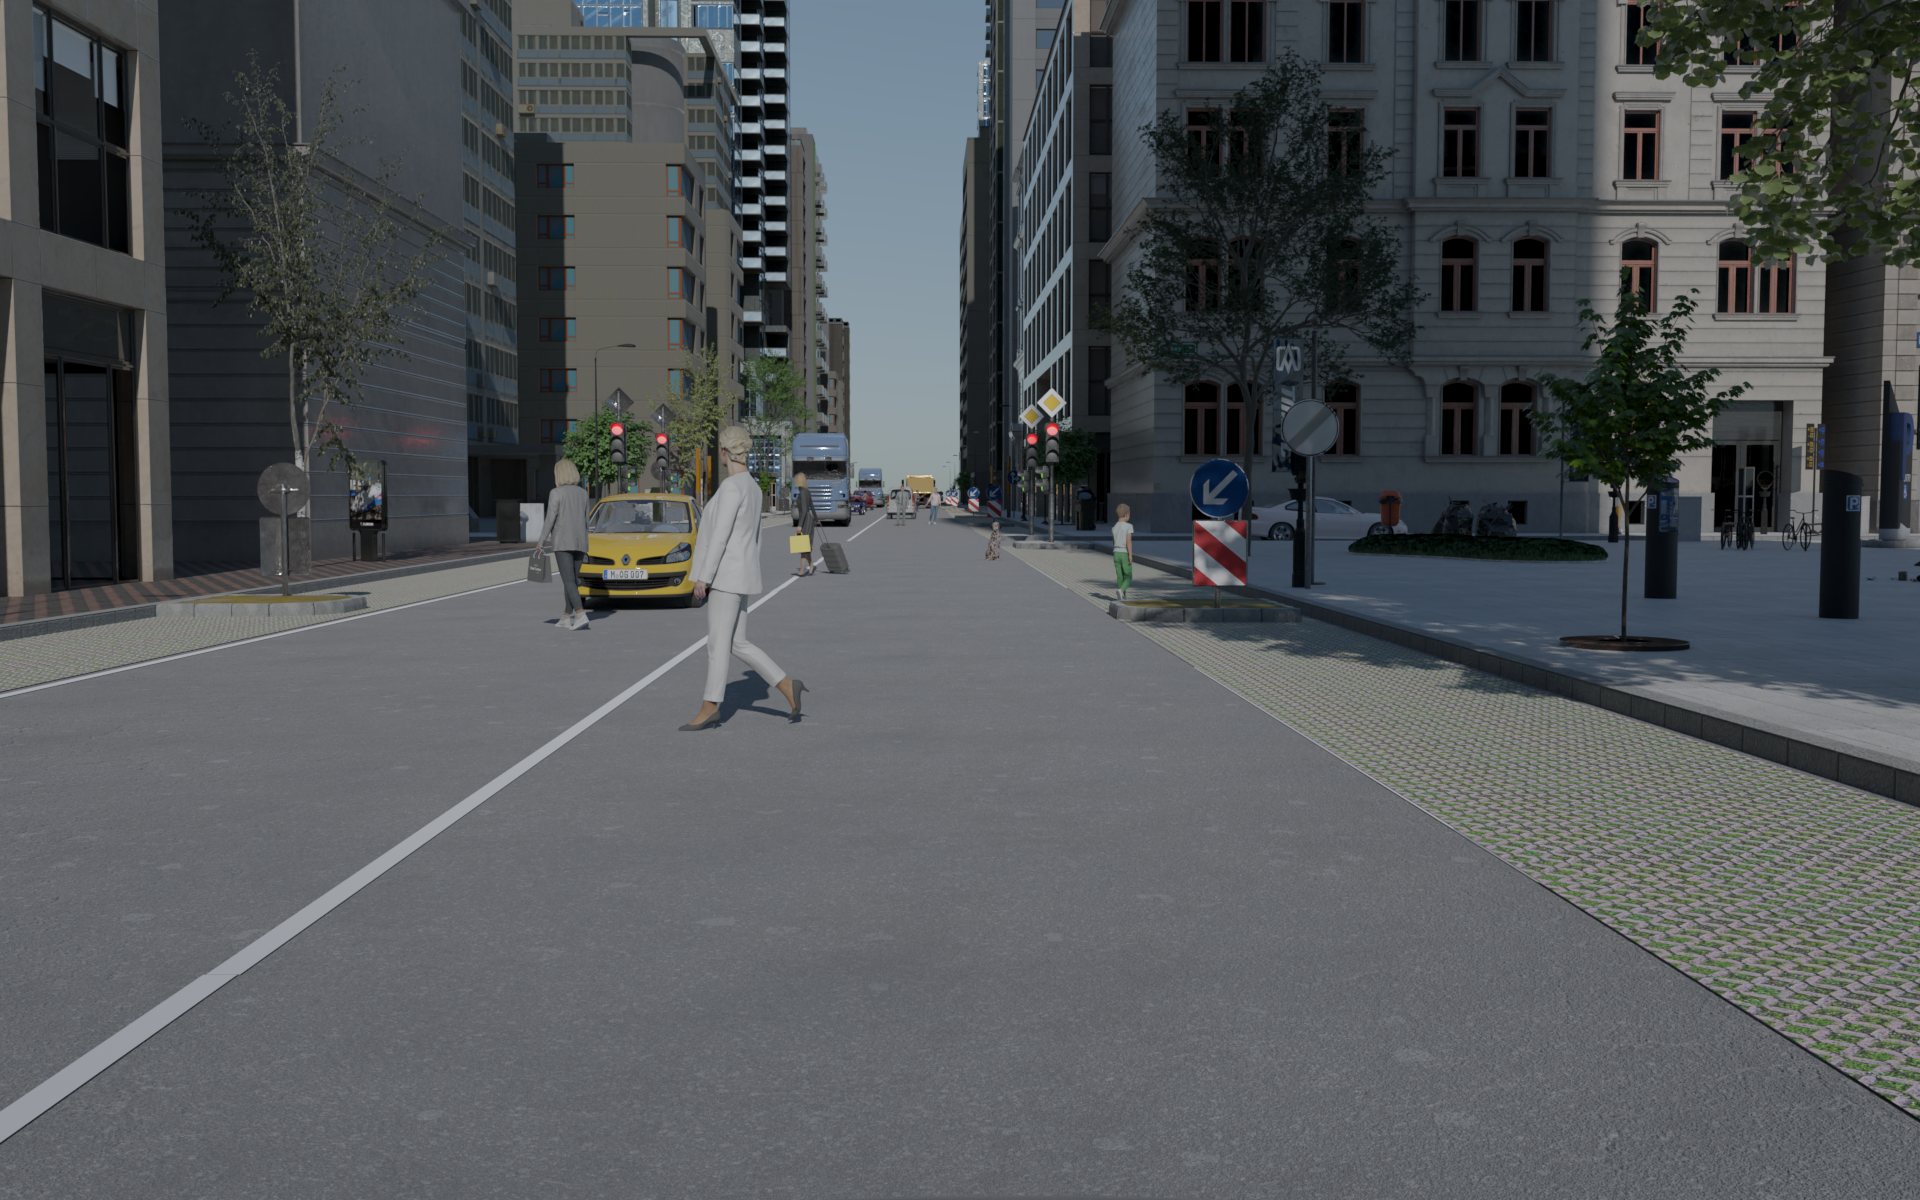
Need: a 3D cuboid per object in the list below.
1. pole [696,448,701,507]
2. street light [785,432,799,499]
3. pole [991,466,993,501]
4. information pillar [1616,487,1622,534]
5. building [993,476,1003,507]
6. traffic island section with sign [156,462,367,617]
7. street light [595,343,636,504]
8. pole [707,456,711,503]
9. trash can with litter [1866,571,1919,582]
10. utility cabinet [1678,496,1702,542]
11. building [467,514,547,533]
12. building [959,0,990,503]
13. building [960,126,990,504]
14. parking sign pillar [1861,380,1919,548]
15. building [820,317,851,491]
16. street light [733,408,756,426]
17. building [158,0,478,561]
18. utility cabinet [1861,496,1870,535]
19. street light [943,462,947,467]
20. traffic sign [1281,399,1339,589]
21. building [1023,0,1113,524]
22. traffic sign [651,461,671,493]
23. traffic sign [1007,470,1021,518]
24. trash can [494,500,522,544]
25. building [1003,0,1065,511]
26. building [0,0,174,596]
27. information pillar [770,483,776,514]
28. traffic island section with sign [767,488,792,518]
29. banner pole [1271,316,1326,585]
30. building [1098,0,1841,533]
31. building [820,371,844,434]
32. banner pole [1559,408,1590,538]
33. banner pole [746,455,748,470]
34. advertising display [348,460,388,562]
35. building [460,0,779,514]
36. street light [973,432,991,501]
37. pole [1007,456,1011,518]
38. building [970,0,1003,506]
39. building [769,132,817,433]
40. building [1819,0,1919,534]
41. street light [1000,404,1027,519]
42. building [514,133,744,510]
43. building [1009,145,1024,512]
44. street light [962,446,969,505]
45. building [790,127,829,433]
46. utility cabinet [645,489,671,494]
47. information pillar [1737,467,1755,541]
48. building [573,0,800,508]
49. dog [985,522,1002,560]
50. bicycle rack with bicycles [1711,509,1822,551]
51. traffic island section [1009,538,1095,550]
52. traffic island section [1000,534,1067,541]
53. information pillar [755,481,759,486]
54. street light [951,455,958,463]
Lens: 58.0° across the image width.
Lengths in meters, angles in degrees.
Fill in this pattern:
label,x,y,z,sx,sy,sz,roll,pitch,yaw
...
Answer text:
label,x,y,z,sx,sy,sz,roll,pitch,yaw
pole,-11.519,-5.044,76.319,0.158,3.312,0.155,0,3,0
street light,-12.540,-9.628,129.961,1.470,5.913,1.316,0,4,-1
pole,2.326,-8.075,125.871,0.158,3.312,0.155,0,3,0
information pillar,20.992,-3.901,55.136,0.183,3.616,0.504,2,4,32
building,19.383,-29.347,171.698,32.217,40.220,23.993,0,4,-1
traffic island section with sign,-8.367,-0.759,21.033,1.989,1.847,2.006,0,4,-1
street light,-10.688,-4.953,53.518,1.470,5.913,1.316,0,4,-1
pole,-13.431,-6.050,92.762,0.158,3.312,0.155,0,3,0
trash can with litter,14.496,-0.867,25.231,2.233,1.210,1.678,3,5,43
utility cabinet,19.571,-2.195,47.053,1.020,1.237,0.306,1,4,15
building,-30.398,-22.797,64.614,32.217,40.220,23.993,0,4,-1
building,11.398,-57.325,249.927,22.319,86.520,31.000,0,4,-1
building,11.268,-36.750,224.563,21.300,48.544,21.600,0,4,-1
parking sign pillar,22.471,-3.246,41.544,1.447,3.967,1.447,3,5,40
building,-24.969,-31.035,279.130,14.160,30.474,14.107,0,4,-1
street light,-11.643,-7.382,93.238,1.470,5.913,1.316,0,4,-1
building,-24.079,-11.998,37.965,24.055,21.916,13.314,0,4,-1
utility cabinet,28.706,-2.681,55.002,0.306,1.237,1.020,2,4,27
street light,-1.272,-16.886,248.631,1.470,5.913,1.316,0,4,-1
traffic sign,4.709,-1.423,23.375,0.768,2.556,0.104,0,4,7
building,13.997,-17.551,91.476,19.350,26.468,34.151,0,4,-1
traffic sign,-11.139,-3.937,64.480,0.768,2.556,0.104,0,4,3
traffic sign,2.910,-5.709,93.453,0.768,2.556,0.104,0,4,-1
trash can,-11.714,-2.035,44.927,0.748,1.137,0.748,0,3,0
building,14.097,-36.877,144.943,21.231,58.520,28.212,0,4,-1
building,-21.014,-12.450,8.080,19.350,26.468,34.151,0,4,-1
information pillar,-12.299,-6.691,113.894,0.304,2.012,0.304,-2,4,-31
traffic island section with sign,-10.468,-5.806,103.552,1.989,1.847,2.006,0,4,-1
banner pole,4.776,-2.107,24.466,0.863,3.779,0.401,-1,4,-13
building,17.187,-16.809,62.211,23.554,28.519,14.401,0,4,-1
building,-31.660,-25.243,257.764,27.650,21.520,28.899,0,4,-1
banner pole,15.280,-3.255,43.232,0.863,3.779,0.401,1,4,21
banner pole,-13.662,-7.394,110.905,0.401,3.779,0.863,-1,4,-14
advertising display,-11.215,-1.689,32.824,0.974,1.923,0.123,2,4,32
building,-31.364,-27.397,139.815,32.217,40.220,23.993,0,4,-1
street light,1.730,-9.572,129.036,1.470,5.913,1.316,0,4,-1
pole,2.648,-6.123,93.948,0.158,3.312,0.155,0,3,0
building,11.755,-46.152,192.836,20.563,71.187,20.611,0,4,-1
building,-23.268,-31.032,190.963,14.154,41.232,14.086,0,4,-1
building,41.556,-16.132,61.021,25.104,27.353,12.463,0,4,-1
street light,2.754,-7.175,89.859,1.470,5.913,1.316,0,4,-1
building,-27.732,-15.572,99.645,27.650,21.520,28.899,0,4,-1
building,10.684,-20.366,118.880,13.634,28.700,20.117,0,4,-1
street light,0.898,-11.831,165.982,1.470,5.913,1.316,0,4,-1
building,-28.801,-37.172,227.365,23.786,49.044,30.456,0,4,-1
utility cabinet,-14.126,-4.424,81.019,1.173,1.500,0.318,1,4,17
information pillar,21.360,-2.606,47.099,0.304,2.012,0.304,-1,4,-10
building,-26.413,-52.224,166.531,22.319,86.520,31.000,0,4,-1
dog,0.630,-1.269,37.578,0.800,0.831,0.513,-2,4,-34
bicycle rack with bicycles,18.597,-1.629,40.009,2.852,0.926,2.925,3,4,38
traffic island section,2.447,-1.451,46.010,2.009,0.180,2.903,0,4,-1
traffic island section,2.245,-1.940,53.992,2.009,0.180,2.903,0,4,-1
information pillar,-11.885,-5.879,100.617,0.304,2.012,0.304,1,4,11
street light,-0.116,-14.253,205.571,1.470,5.913,1.316,0,4,-1
